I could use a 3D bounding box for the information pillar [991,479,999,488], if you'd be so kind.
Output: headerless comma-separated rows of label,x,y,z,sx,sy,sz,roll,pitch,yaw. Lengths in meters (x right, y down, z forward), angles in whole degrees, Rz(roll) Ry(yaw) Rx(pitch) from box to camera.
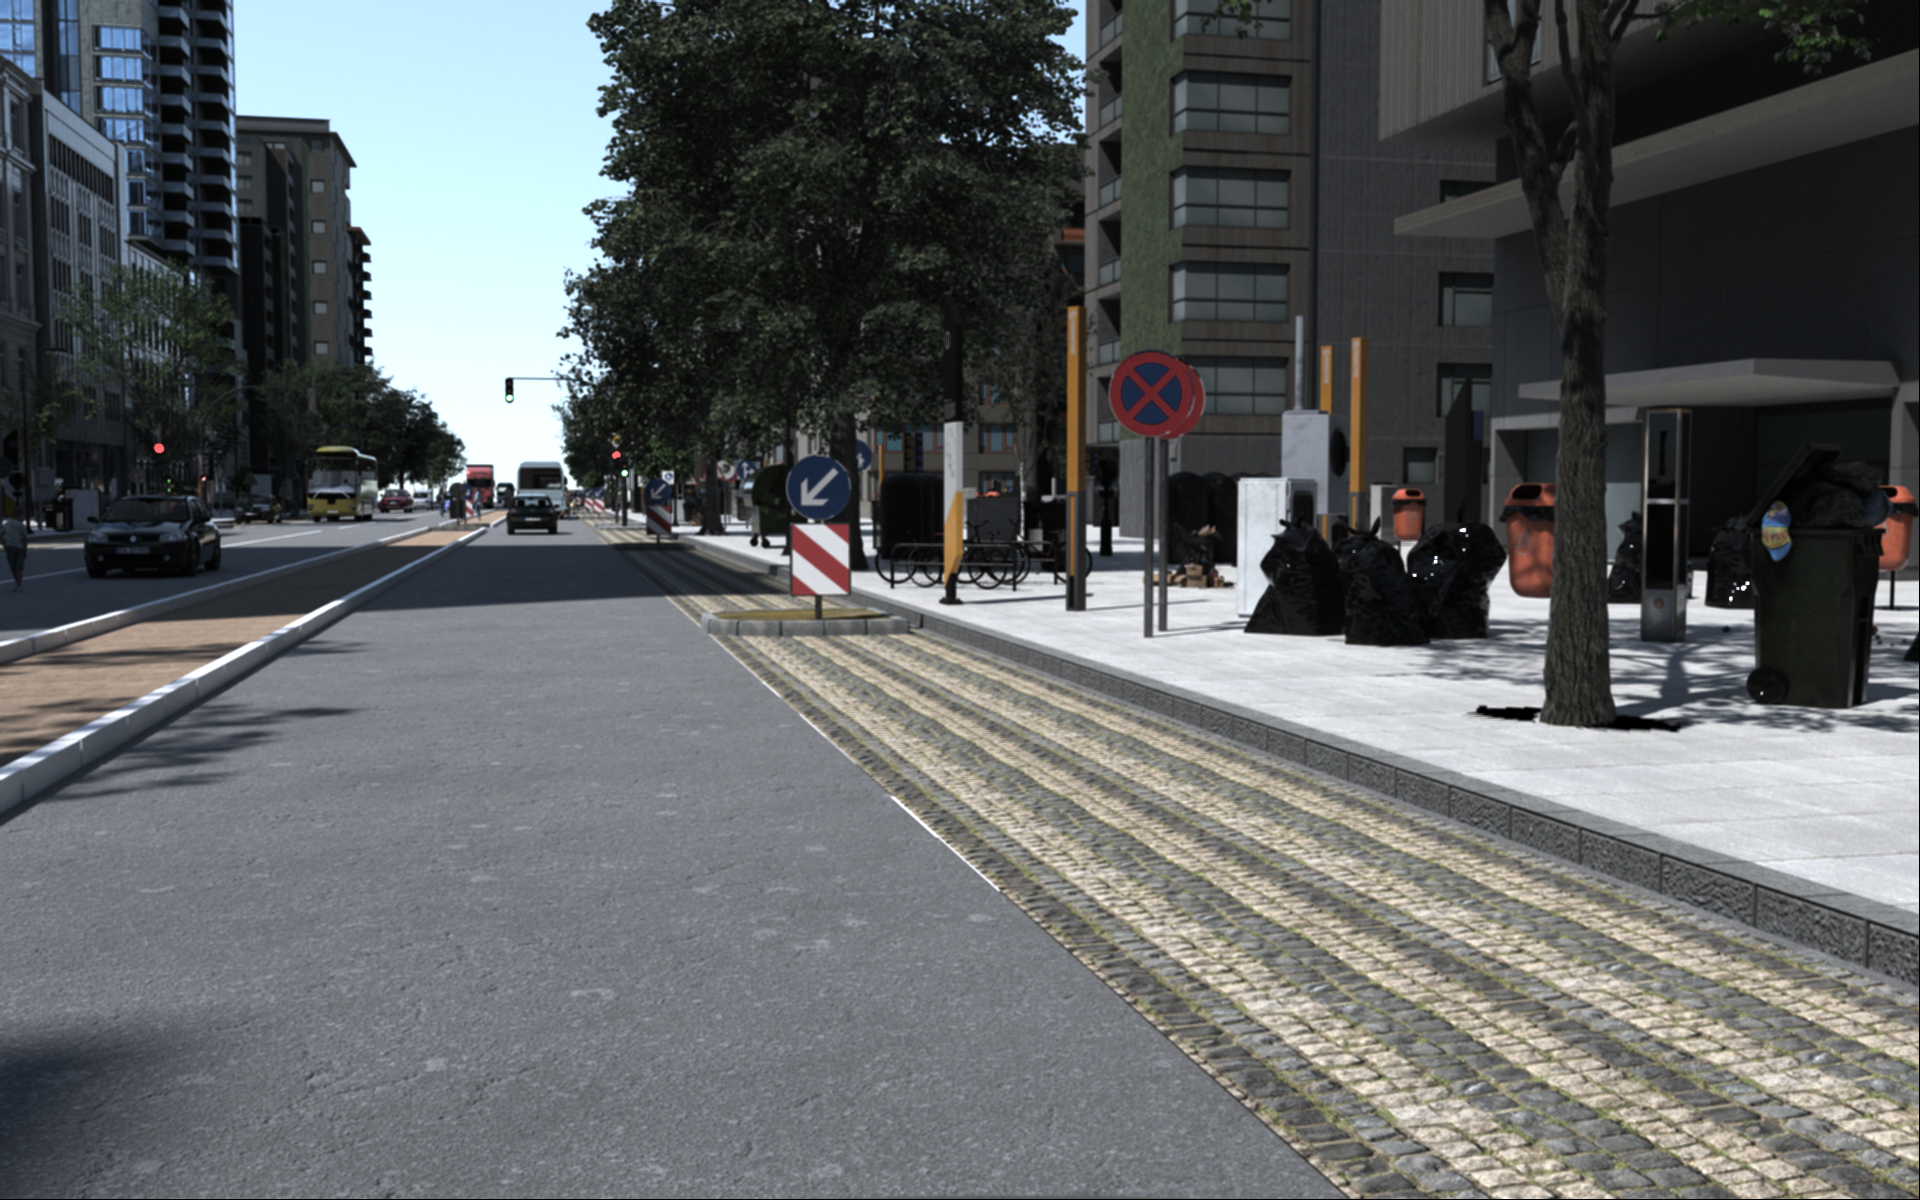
information pillar,1.748,-5.023,86.613,0.304,2.012,0.304,-1,4,-12

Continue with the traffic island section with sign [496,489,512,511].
traffic island section with sign,-38.578,-8.537,147.718,2.006,1.907,1.989,-1,4,-13

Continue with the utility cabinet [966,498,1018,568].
utility cabinet,0.563,-1.173,30.335,0.306,1.237,1.020,3,5,45

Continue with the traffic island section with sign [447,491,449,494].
traffic island section with sign,-73.393,-14.694,248.873,1.989,1.847,2.006,-1,4,-13

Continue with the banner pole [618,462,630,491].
banner pole,-22.789,-7.759,116.881,0.863,3.779,0.401,-1,4,-14

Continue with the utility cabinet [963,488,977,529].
utility cabinet,0.293,-3.359,63.592,0.318,1.500,1.173,-1,4,-16

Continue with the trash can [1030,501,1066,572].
trash can,1.665,-1.038,28.624,0.748,1.137,0.748,0,3,0

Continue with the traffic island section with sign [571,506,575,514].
traffic island section with sign,-26.718,-7.059,124.041,1.989,1.847,2.006,-1,4,-13

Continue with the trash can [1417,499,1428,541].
trash can,12.441,-2.194,47.521,0.748,1.137,0.748,0,3,0

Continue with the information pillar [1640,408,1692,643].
information pillar,6.142,-0.647,15.072,0.304,2.012,0.304,3,4,39

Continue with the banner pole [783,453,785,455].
banner pole,-10.409,-6.994,104.372,0.863,3.779,0.401,2,4,34

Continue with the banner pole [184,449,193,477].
banner pole,-42.900,-6.508,96.422,0.863,3.779,0.401,2,4,26

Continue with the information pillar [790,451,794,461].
information pillar,-8.537,-5.863,87.215,0.183,3.616,0.504,-3,5,-43

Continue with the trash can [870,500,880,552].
trash can,-1.639,-1.649,38.612,0.748,1.137,0.748,0,3,0

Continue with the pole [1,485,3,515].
pole,-32.854,-3.995,59.168,0.158,3.312,0.155,0,3,0

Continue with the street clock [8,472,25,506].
street clock,-31.510,-3.263,57.923,0.358,2.002,0.471,2,4,25

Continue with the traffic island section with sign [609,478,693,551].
traffic island section with sign,-7.903,-2.194,44.502,1.989,1.847,2.006,-1,4,-13

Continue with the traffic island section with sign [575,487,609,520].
traffic island section with sign,-20.528,-5.454,97.804,1.989,1.847,2.006,-1,4,-13

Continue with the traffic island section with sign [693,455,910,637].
traffic island section with sign,-1.704,-0.590,18.267,1.989,1.847,2.006,-1,4,-13

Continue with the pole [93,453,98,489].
pole,-42.913,-5.637,86.012,0.158,3.312,0.155,0,3,0

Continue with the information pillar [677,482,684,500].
information pillar,-15.701,-5.678,97.322,0.304,2.012,0.304,0,4,4

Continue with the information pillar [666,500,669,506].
information pillar,-16.689,-5.746,98.445,0.304,2.012,0.304,0,4,-1

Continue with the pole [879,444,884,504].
pole,-3.206,-4.712,70.888,0.158,3.312,0.155,0,3,0

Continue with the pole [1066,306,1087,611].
pole,1.274,-1.534,18.930,0.158,3.312,0.155,0,3,0

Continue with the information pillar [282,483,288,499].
information pillar,-45.879,-6.923,117.690,0.304,2.012,0.304,-2,4,-30

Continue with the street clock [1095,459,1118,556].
street clock,3.030,-1.915,35.880,0.358,2.002,0.471,-2,4,-32

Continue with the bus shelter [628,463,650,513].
bus shelter,-21.935,-8.710,120.033,2.179,5.291,8.768,-1,4,-13

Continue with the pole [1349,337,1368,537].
pole,5.216,-1.764,22.690,0.158,3.312,0.155,0,3,0

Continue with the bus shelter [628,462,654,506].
bus shelter,-23.607,-8.382,128.335,1.731,3.624,6.357,-1,4,-13

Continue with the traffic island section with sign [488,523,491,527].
traffic island section with sign,-21.267,-4.065,74.593,2.006,1.907,1.989,-1,4,-13

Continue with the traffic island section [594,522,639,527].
traffic island section,-15.105,-3.310,76.393,2.009,0.180,2.903,-1,4,-13

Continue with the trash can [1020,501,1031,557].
trash can,1.581,-1.409,34.695,0.748,1.137,0.748,0,3,0

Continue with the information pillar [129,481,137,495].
information pillar,-46.559,-5.692,97.559,0.304,2.012,0.304,-3,5,-39

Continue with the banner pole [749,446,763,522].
banner pole,-9.348,-5.430,78.794,0.863,3.779,0.401,-1,4,-8

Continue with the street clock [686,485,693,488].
street clock,-18.553,-6.978,118.654,0.471,2.002,0.358,-1,4,-10

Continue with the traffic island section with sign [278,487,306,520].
traffic island section with sign,-36.920,-5.265,94.715,1.989,1.847,2.006,-1,4,-13

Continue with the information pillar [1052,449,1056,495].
information pillar,4.840,-5.976,89.058,0.183,3.616,0.504,1,4,19

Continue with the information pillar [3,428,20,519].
information pillar,-33.662,-4.291,61.514,0.504,3.616,0.183,-1,4,-15

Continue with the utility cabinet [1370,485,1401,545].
utility cabinet,10.539,-2.091,42.864,0.318,1.500,1.173,3,4,37

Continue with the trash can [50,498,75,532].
trash can,-30.487,-2.888,58.867,0.748,1.137,0.748,0,3,0

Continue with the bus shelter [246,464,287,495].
bus shelter,-47.722,-7.658,119.124,2.014,3.302,5.546,-1,4,-13

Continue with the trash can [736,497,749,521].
trash can,-10.367,-4.361,82.961,0.748,1.137,0.748,0,3,0

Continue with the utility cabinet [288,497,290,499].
utility cabinet,-50.241,-7.221,129.220,0.306,1.237,1.020,0,4,-7

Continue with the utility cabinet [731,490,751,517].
utility cabinet,-11.794,-5.218,93.995,1.173,1.500,0.318,0,4,1

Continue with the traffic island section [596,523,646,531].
traffic island section,-13.266,-2.834,68.621,2.009,0.180,2.903,-1,4,-13

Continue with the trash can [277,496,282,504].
trash can,-53.280,-7.588,135.716,0.748,1.137,0.748,0,3,0

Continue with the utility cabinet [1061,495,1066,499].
utility cabinet,5.219,-4.682,87.716,1.020,1.237,0.306,-2,4,-30

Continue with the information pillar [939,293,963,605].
information pillar,-0.081,-1.754,20.031,0.183,3.616,0.504,-1,4,-17

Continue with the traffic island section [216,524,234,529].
traffic island section,-31.642,-3.071,72.499,2.009,0.180,2.903,-1,4,-13

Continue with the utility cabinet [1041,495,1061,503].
utility cabinet,4.359,-4.464,84.146,0.306,1.237,1.020,-2,4,-33

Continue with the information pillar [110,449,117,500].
information pillar,-43.860,-6.020,89.781,0.183,3.616,0.504,0,4,-5

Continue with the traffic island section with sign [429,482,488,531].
traffic island section with sign,-19.570,-3.624,67.382,2.006,1.907,1.989,-1,4,-13

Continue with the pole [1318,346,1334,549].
pole,5.060,-1.842,23.952,0.158,3.312,0.155,0,3,0

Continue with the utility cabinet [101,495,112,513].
utility cabinet,-50.927,-5.609,102.871,1.020,1.237,0.306,0,4,0
